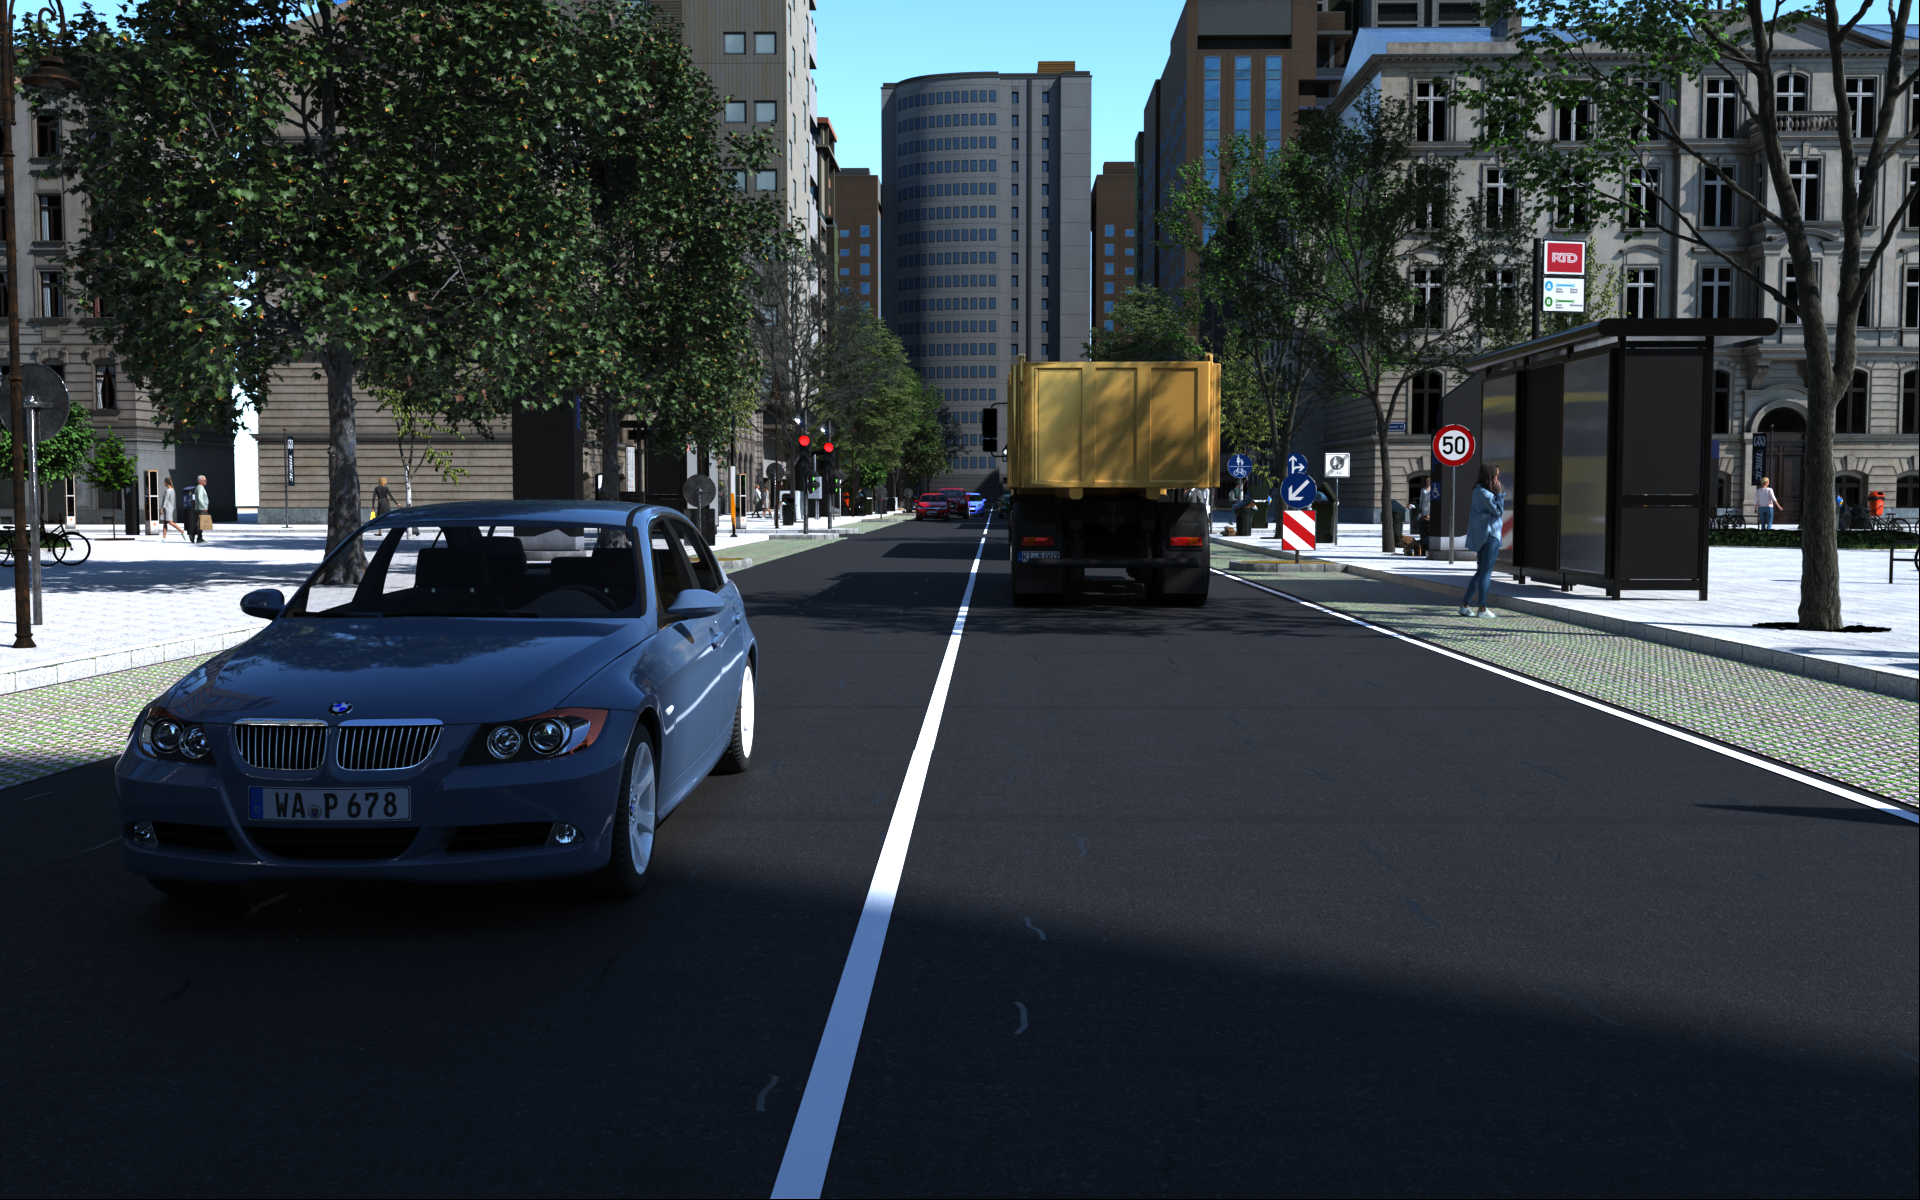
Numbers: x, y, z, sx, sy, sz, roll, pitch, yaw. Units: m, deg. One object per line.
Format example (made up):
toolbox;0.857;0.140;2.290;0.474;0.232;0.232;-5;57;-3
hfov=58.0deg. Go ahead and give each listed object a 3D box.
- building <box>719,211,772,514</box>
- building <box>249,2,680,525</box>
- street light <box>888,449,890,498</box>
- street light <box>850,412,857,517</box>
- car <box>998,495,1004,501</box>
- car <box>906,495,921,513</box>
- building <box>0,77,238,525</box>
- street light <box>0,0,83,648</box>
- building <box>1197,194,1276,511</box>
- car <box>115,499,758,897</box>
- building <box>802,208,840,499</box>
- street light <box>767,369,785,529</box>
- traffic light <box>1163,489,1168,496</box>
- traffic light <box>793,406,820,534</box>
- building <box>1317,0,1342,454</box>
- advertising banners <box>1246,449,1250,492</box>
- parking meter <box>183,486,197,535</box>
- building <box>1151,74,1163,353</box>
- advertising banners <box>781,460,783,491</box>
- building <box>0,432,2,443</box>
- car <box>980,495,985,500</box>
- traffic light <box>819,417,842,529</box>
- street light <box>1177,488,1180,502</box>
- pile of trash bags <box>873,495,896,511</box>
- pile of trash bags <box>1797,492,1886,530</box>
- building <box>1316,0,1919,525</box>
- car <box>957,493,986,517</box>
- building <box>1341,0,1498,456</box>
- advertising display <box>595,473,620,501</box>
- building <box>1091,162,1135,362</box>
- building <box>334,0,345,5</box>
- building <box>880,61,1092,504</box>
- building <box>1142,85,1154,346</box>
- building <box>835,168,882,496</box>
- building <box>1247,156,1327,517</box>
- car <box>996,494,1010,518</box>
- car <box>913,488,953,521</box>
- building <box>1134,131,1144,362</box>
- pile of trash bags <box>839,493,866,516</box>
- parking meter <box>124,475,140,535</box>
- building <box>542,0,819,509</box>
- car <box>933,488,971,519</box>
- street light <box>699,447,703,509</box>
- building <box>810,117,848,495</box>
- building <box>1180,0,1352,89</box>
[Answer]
building;-20.874;-16.903;118.166;13.314;21.916;24.055;0;4;1
building;-22.260;-16.481;88.548;14.460;24.649;34.723;0;4;1
street light;-5.387;-9.725;131.797;0.468;5.910;1.993;0;4;1
street light;-6.078;-7.669;98.173;0.468;5.910;1.993;0;4;1
car;4.920;-10.079;177.150;2.083;1.381;4.827;0;4;1
car;-3.199;-7.367;133.038;1.945;1.354;3.894;0;4;3
building;-43.211;-13.927;76.859;18.267;20.994;9.793;0;4;1
street light;-7.826;-2.539;14.305;0.468;5.910;1.993;0;4;1
building;25.559;-18.585;122.934;14.314;24.678;30.058;0;4;1
car;-1.971;0.264;7.694;2.014;1.417;4.499;0;4;1
building;-19.770;-24.599;173.902;14.160;30.474;14.107;0;4;1
street light;-6.797;-5.587;64.135;0.468;5.910;1.993;0;4;1
traffic light;6.534;-4.055;55.221;0.839;4.253;0.868;0;4;1
traffic light;-4.925;-4.069;55.444;0.839;4.253;0.868;0;4;1
building;44.041;-48.915;238.016;20.611;71.187;20.563;0;4;1
advertising banners;11.178;-4.303;66.539;0.090;3.025;2.074;0;4;-1
parking meter;-24.206;-2.815;54.442;0.372;1.533;0.369;0;3;0
building;27.079;-31.783;169.763;14.600;45.320;14.200;0;4;1
advertising banners;-9.081;-5.683;89.109;0.090;3.025;2.074;0;4;1
building;-41.214;-23.353;36.453;28.867;44.769;22.147;0;4;1
car;1.680;-10.592;185.189;2.014;1.417;4.499;0;4;2
traffic light;-4.758;-4.557;63.428;0.839;4.253;0.868;0;4;1
street light;8.916;-5.982;70.588;0.468;5.910;1.993;0;4;1
pile of trash bags;-5.724;-7.248;128.262;1.912;1.369;3.447;0;4;1
pile of trash bags;32.490;-3.277;63.334;3.447;1.369;1.912;-2;4;-24
building;34.603;-15.813;77.635;34.723;24.649;14.460;0;4;1
car;0.713;-6.227;111.410;1.945;1.707;3.694;0;4;2
building;64.645;-48.882;237.471;20.611;71.187;20.563;0;4;1
advertising display;-11.090;-3.017;54.545;0.123;1.923;0.974;2;4;34
building;25.264;-35.843;236.140;14.200;45.320;14.600;0;4;1
building;-56.779;-53.965;195.004;31.000;86.520;22.319;0;4;1
building;3.474;-42.661;239.512;28.212;58.520;21.231;0;4;1
building;26.917;-32.650;183.943;14.600;45.320;14.200;0;4;1
building;-17.803;-35.881;236.763;14.200;45.320;14.600;0;4;1
building;22.978;-14.959;99.331;10.420;20.320;16.860;0;4;1
car;3.224;-5.587;103.139;2.131;1.459;4.920;0;4;2
car;-1.430;-5.159;93.386;2.155;1.783;4.494;0;4;1
building;26.785;-31.474;198.190;14.154;41.232;14.086;0;4;1
pile of trash bags;-6.624;-5.636;101.904;1.912;1.369;3.447;-1;4;-9
parking meter;-25.874;-2.960;54.100;0.399;1.863;0.255;2;4;24
building;-26.981;-34.430;152.162;28.713;52.752;27.495;0;4;1
car;-0.493;-5.714;102.097;2.281;1.827;5.304;0;4;2
street light;-7.137;-4.578;47.642;0.468;5.910;1.993;0;4;1
building;-26.851;-33.091;195.661;28.867;44.769;22.147;0;4;1
building;26.330;-30.889;155.149;14.600;45.320;14.200;0;4;1
